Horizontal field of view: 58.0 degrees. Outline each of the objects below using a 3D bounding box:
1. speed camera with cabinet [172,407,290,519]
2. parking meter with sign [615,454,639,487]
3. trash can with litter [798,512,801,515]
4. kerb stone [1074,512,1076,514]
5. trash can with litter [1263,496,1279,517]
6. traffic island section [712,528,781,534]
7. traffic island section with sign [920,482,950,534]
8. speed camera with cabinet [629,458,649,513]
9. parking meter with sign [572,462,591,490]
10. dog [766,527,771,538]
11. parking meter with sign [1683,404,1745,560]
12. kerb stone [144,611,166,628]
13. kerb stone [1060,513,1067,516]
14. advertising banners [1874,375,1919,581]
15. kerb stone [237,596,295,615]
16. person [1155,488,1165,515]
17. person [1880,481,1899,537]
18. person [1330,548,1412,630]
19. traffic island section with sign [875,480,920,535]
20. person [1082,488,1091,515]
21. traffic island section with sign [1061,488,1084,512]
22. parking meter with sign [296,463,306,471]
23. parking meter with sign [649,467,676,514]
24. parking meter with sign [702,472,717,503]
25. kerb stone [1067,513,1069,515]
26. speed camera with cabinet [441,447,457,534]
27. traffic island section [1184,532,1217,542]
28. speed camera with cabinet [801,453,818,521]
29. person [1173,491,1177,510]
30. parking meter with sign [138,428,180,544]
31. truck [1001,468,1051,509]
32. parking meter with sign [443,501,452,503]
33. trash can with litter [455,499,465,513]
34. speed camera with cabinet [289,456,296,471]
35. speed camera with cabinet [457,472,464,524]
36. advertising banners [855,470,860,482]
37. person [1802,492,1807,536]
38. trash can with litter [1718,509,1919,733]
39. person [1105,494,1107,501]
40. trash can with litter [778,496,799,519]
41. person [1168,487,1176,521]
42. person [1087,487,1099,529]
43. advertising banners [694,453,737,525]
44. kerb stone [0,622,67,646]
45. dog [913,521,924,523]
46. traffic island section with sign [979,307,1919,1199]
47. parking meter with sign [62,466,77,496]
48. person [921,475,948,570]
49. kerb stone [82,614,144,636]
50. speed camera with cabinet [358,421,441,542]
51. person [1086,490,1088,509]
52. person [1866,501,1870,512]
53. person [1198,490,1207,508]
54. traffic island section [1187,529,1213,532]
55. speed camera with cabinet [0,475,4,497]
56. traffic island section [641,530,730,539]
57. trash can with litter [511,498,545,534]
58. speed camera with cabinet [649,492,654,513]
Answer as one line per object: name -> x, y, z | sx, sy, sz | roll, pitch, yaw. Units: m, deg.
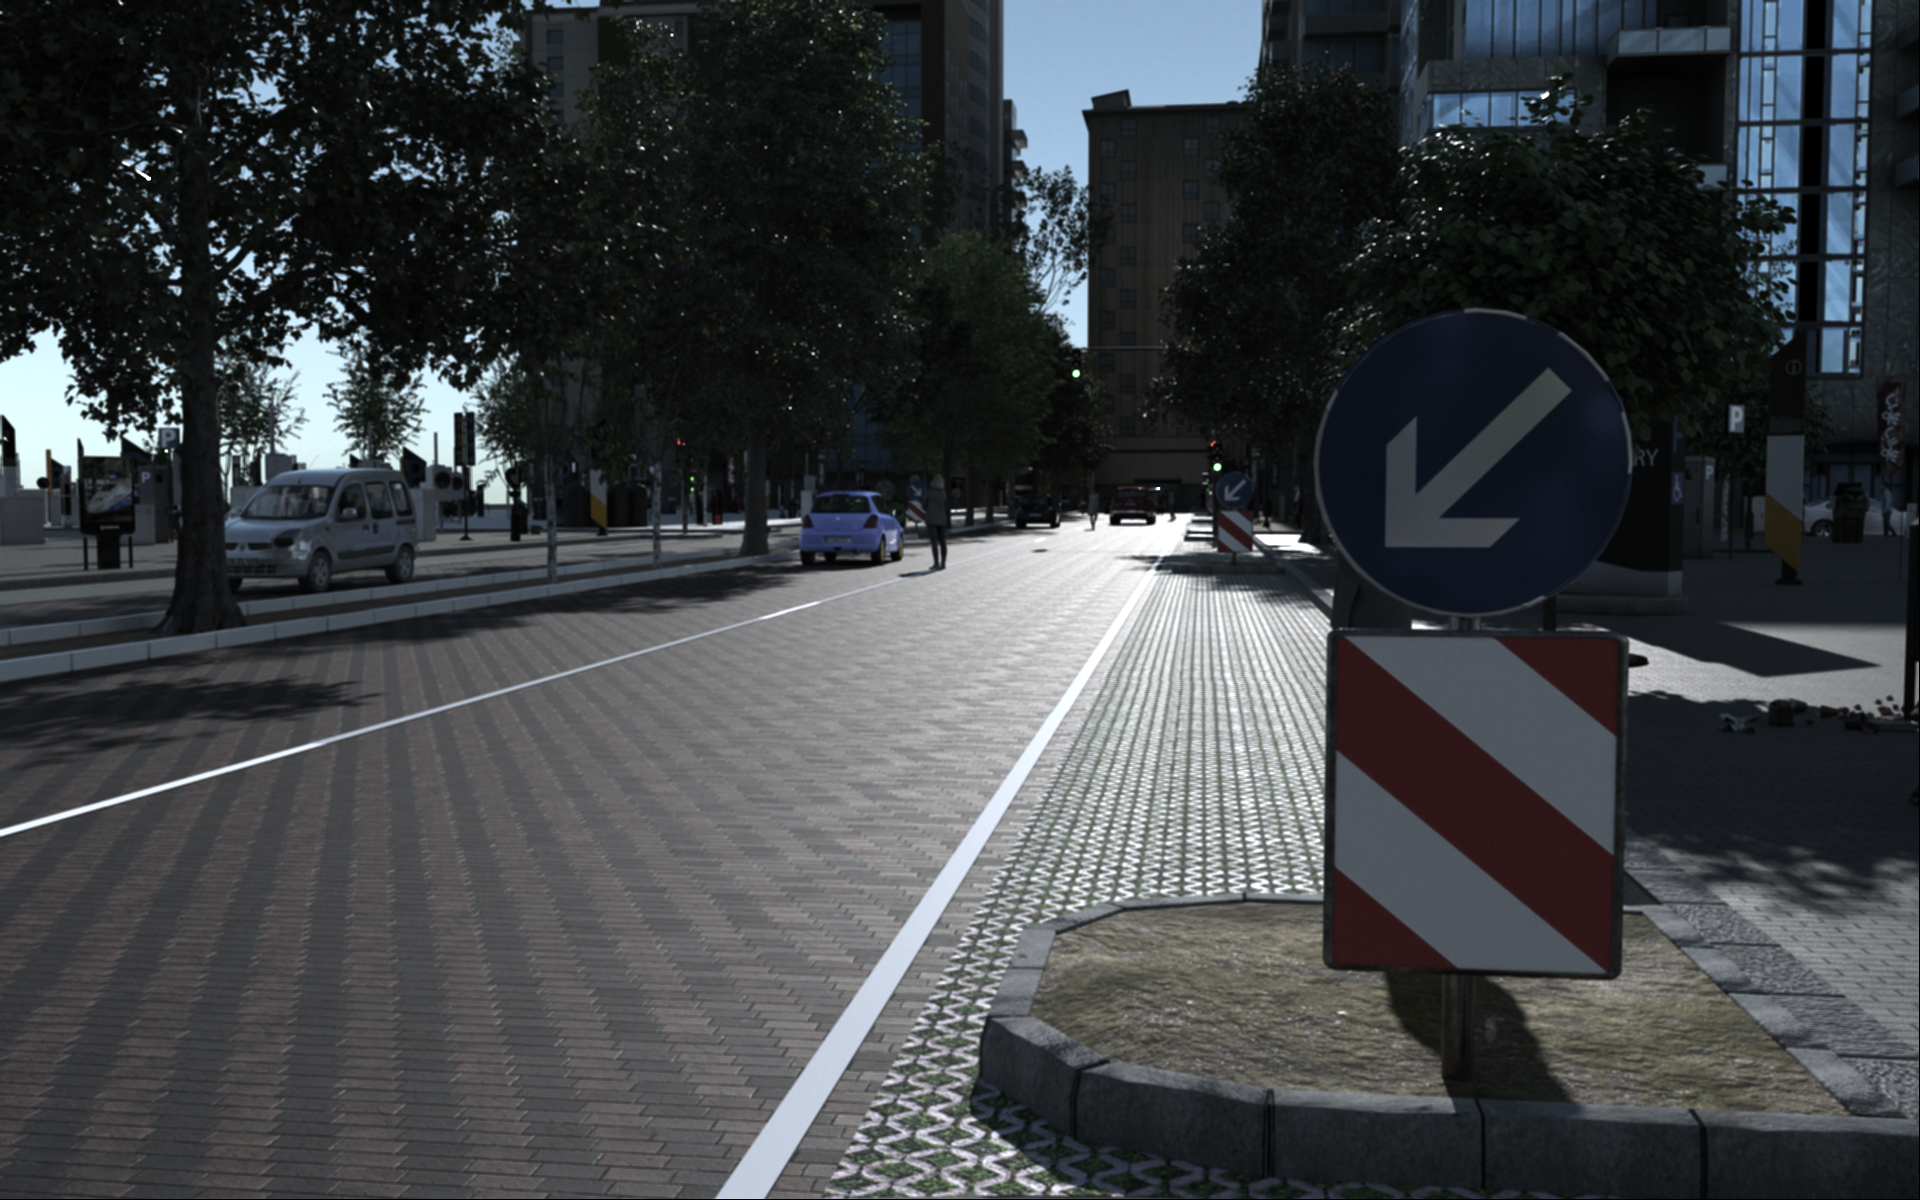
speed camera with cabinet -> -14.783, -2.491, 35.066 | 2.038, 3.252, 0.660 | -1, 4, -14
parking meter with sign -> -14.615, -4.787, 74.526 | 0.543, 3.016, 1.738 | 2, 4, 33
trash can with litter -> -8.856, -5.670, 103.763 | 2.233, 1.210, 1.678 | 1, 4, 15
kerb stone -> 7.840, -6.079, 121.596 | 0.120, 0.150, 1.000 | 0, 4, 8
trash can with litter -> 17.763, -5.337, 98.648 | 1.055, 1.170, 0.624 | 1, 4, 13
traffic island section -> -7.777, -2.538, 63.778 | 2.009, 0.180, 2.903 | 0, 4, 8
traffic island section with sign -> -1.470, -3.328, 62.551 | 2.006, 1.907, 1.989 | 0, 4, 8
speed camera with cabinet -> -18.275, -6.155, 94.973 | 2.038, 3.252, 0.660 | -1, 4, -9
parking meter with sign -> -20.577, -6.108, 96.125 | 1.738, 3.016, 0.543 | -2, 4, -31
dog -> -5.584, -1.797, 48.664 | 0.540, 0.507, 0.406 | -1, 4, -9
parking meter with sign -> 14.639, -2.341, 34.544 | 0.543, 3.016, 1.738 | -2, 4, -35
kerb stone -> -8.667, 0.202, 18.886 | 0.120, 0.150, 1.000 | 0, 4, 8
kerb stone -> 6.837, -5.645, 114.493 | 0.120, 0.150, 1.000 | 0, 4, 8
advertising banners -> 14.113, -1.765, 25.039 | 0.090, 3.025, 2.074 | -2, 4, -25
kerb stone -> -8.380, 0.079, 20.927 | 0.120, 0.150, 1.000 | 0, 4, 8
person -> 13.813, -6.802, 119.625 | 0.656, 1.842, 0.836 | 0, 4, -6
person -> 28.389, -2.717, 52.936 | 0.620, 1.820, 0.660 | 2, 4, 25
person -> 1.663, 0.095, 6.745 | 0.447, 1.846, 0.655 | 0, 4, 1
traffic island section with sign -> -2.507, -2.880, 55.217 | 2.006, 1.907, 1.989 | 0, 4, 8
person -> 8.727, -6.690, 117.848 | 0.822, 1.834, 0.622 | 1, 4, 22
traffic island section with sign -> 8.939, -7.880, 136.968 | 2.006, 1.907, 1.989 | 0, 4, 8
parking meter with sign -> -37.485, -6.185, 97.386 | 1.738, 3.016, 0.543 | 3, 4, 37
parking meter with sign -> -18.893, -6.973, 110.262 | 0.543, 3.016, 1.738 | 3, 5, 44
parking meter with sign -> -19.645, -8.609, 137.017 | 1.738, 3.016, 0.543 | 2, 4, 27
kerb stone -> 6.977, -5.707, 115.505 | 0.120, 0.150, 1.000 | 0, 4, 8
speed camera with cabinet -> -17.157, -3.704, 54.903 | 2.038, 3.252, 0.660 | -3, 5, -42
traffic island section -> 7.943, -1.911, 53.518 | 2.009, 0.180, 2.903 | 0, 4, 8
speed camera with cabinet -> -7.184, -5.401, 82.639 | 0.660, 3.252, 2.038 | 0, 4, 2
person -> 19.838, -9.222, 160.206 | 0.541, 1.710, 0.530 | -2, 4, -35
parking meter with sign -> -20.876, -2.967, 44.769 | 0.543, 3.016, 1.738 | 0, 4, 7
truck -> 5.257, -8.391, 133.111 | 3.469, 3.379, 9.791 | 1, 4, 9
parking meter with sign -> -35.553, -7.453, 118.122 | 1.738, 3.016, 0.543 | -1, 4, -22
trash can with litter -> -30.690, -5.862, 107.227 | 0.624, 1.170, 1.055 | 2, 4, 34
speed camera with cabinet -> -15.307, -2.726, 38.904 | 0.660, 3.252, 2.038 | -1, 4, -16
speed camera with cabinet -> -21.864, -4.793, 72.695 | 2.038, 3.252, 0.660 | -1, 4, -21
advertising banners -> -8.069, -7.904, 125.417 | 2.074, 3.025, 0.090 | 1, 4, 17
person -> 25.962, -2.738, 53.613 | 0.599, 1.781, 0.374 | -1, 4, -12
trash can with litter -> 5.174, 0.078, 9.776 | 2.233, 1.210, 1.678 | -1, 4, -12
person -> 15.069, -10.215, 178.767 | 0.557, 1.426, 1.065 | 1, 4, 18
trash can with litter -> -8.990, -4.847, 90.635 | 1.055, 1.170, 0.624 | -1, 4, -16
person -> 11.199, -5.057, 91.526 | 0.444, 1.785, 0.601 | 2, 4, 32
person -> 5.417, -3.752, 70.592 | 0.466, 1.731, 0.760 | 0, 4, -4
advertising banners -> -10.279, -4.703, 73.086 | 2.074, 3.025, 0.090 | -3, 4, -38
kerb stone -> -8.951, 0.327, 16.853 | 0.120, 0.150, 1.000 | 0, 4, 8
dog -> -2.072, -4.072, 86.771 | 0.550, 0.427, 0.748 | 0, 4, 1
traffic island section with sign -> 1.094, 0.253, 4.493 | 1.989, 1.847, 2.006 | 0, 4, 8
parking meter with sign -> -55.014, -6.831, 107.944 | 0.543, 3.016, 1.738 | 1, 4, 15
person -> -0.499, -1.491, 33.058 | 0.537, 1.800, 0.526 | -1, 4, -17
kerb stone -> -8.807, 0.268, 17.867 | 0.120, 0.150, 1.000 | 0, 4, 8
speed camera with cabinet -> -15.341, -3.234, 47.209 | 2.038, 3.252, 0.660 | 1, 4, 15
person -> 12.245, -9.652, 166.389 | 0.705, 1.814, 1.350 | 0, 4, 0
person -> 27.370, -2.693, 52.871 | 0.623, 1.781, 0.721 | -2, 4, -33
person -> 23.291, -9.641, 165.757 | 1.348, 1.869, 0.705 | 3, 4, 38
traffic island section -> 9.050, -2.394, 61.426 | 2.009, 0.180, 2.903 | 0, 4, 8
speed camera with cabinet -> -45.021, -5.409, 82.777 | 0.660, 3.252, 2.038 | 1, 4, 21
traffic island section -> -8.884, -2.054, 55.870 | 2.009, 0.180, 2.903 | 0, 4, 8
trash can with litter -> -13.771, -2.682, 55.236 | 1.055, 1.170, 0.624 | 0, 4, 6
speed camera with cabinet -> -20.929, -7.491, 116.818 | 0.660, 3.252, 2.038 | 2, 4, 27
